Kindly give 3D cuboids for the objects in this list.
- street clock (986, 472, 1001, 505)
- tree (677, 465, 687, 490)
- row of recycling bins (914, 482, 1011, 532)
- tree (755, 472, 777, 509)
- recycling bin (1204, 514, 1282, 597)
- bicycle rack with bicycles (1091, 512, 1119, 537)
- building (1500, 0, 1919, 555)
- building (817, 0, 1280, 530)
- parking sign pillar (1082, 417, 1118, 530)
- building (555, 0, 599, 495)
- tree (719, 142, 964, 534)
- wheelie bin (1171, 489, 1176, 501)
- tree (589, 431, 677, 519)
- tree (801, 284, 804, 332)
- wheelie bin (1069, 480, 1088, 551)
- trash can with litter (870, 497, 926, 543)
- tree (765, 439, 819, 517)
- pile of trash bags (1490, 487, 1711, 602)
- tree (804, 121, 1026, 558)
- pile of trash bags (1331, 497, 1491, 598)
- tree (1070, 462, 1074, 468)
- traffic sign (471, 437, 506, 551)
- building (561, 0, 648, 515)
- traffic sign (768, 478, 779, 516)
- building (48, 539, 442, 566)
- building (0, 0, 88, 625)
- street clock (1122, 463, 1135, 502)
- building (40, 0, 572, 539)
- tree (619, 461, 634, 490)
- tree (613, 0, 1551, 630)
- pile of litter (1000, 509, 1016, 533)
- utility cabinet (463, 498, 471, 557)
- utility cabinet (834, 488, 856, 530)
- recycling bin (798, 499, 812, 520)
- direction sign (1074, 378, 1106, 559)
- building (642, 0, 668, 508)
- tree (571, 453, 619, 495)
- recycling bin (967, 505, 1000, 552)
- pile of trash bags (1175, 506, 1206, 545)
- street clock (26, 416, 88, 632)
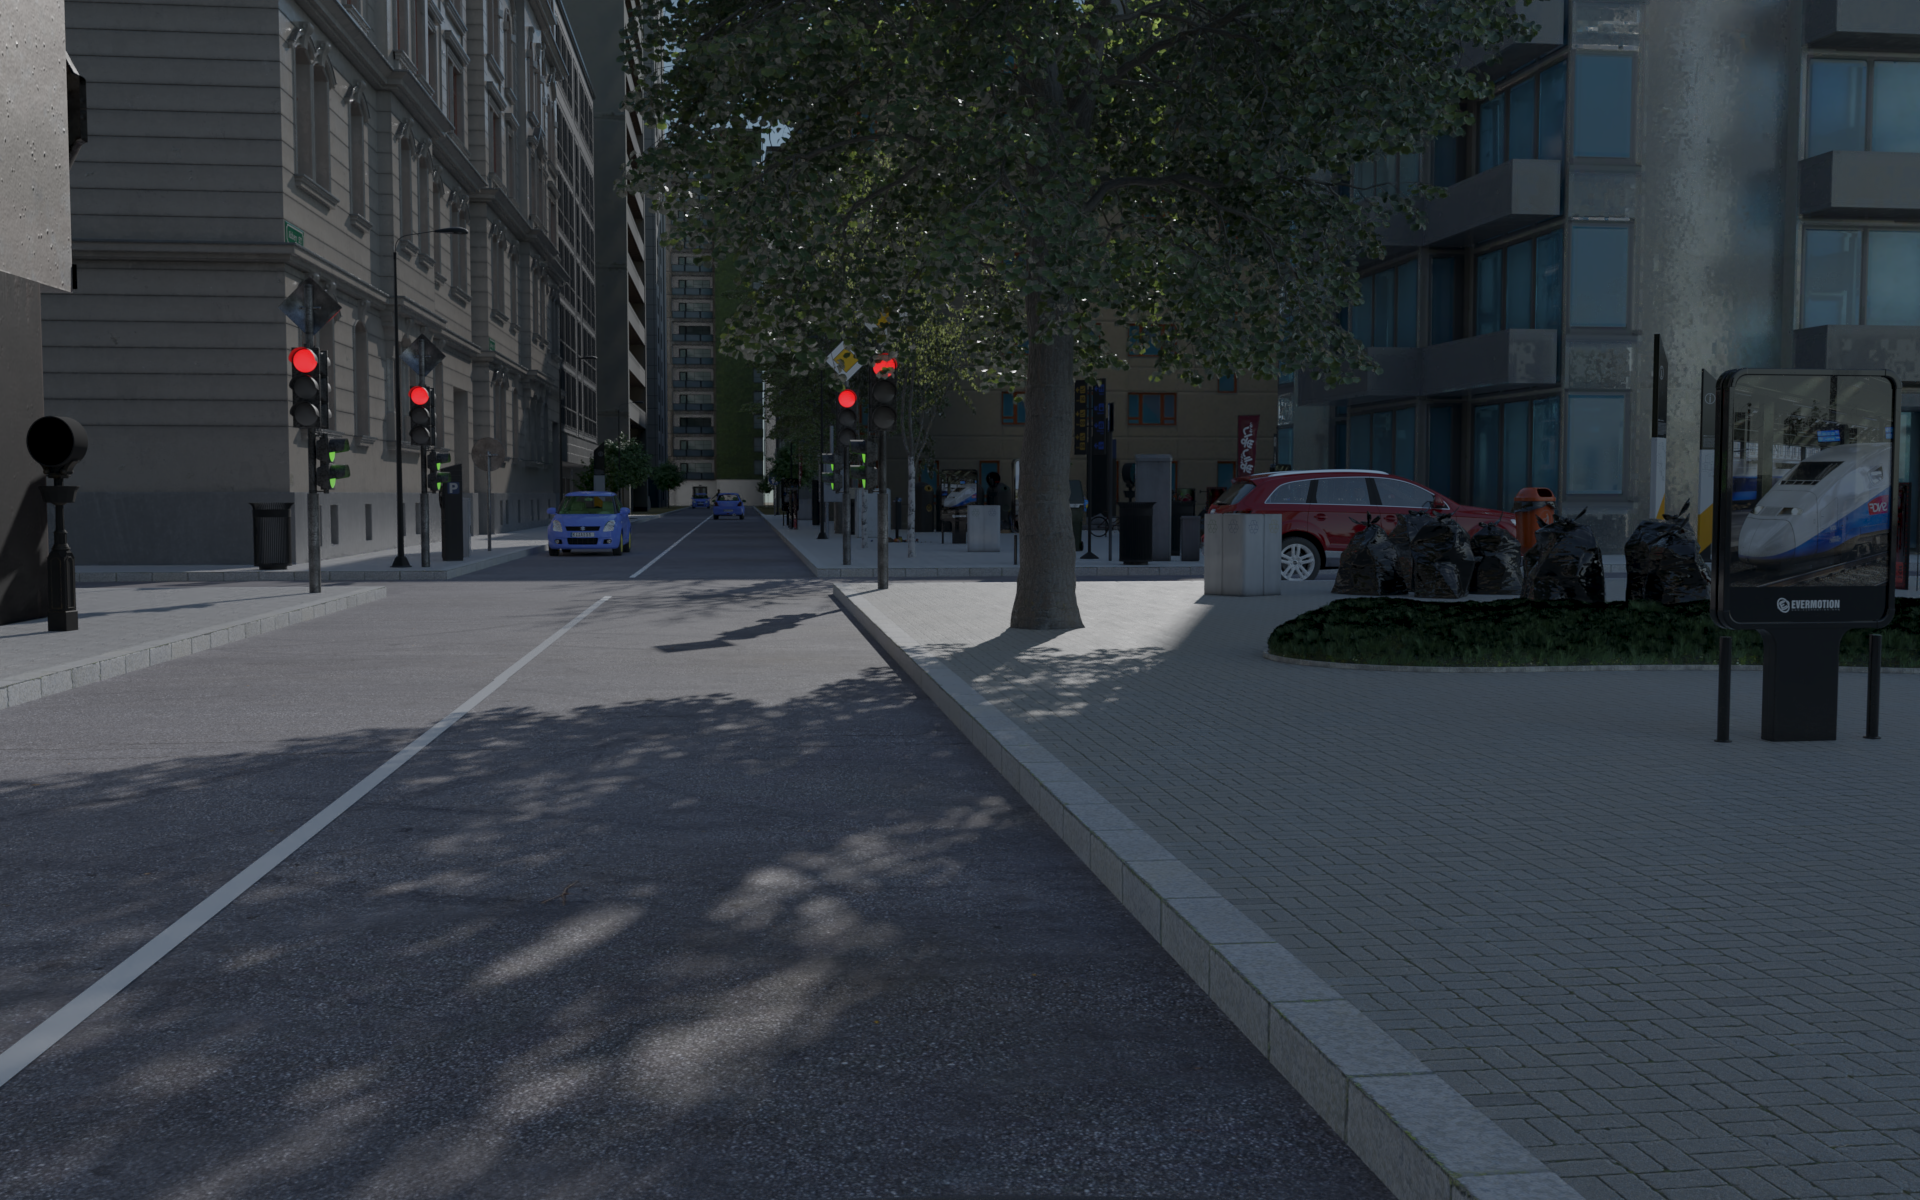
[{"bbox_3d":[1.069,-3.131,55.764,0.471,2.002,0.358,0,4,-1],"label":"street clock"},{"bbox_3d":[-26.100,-10.446,154.499,4.285,4.588,4.351,0,3,0],"label":"tree"},{"bbox_3d":[-0.017,-3.168,58.904,3.534,1.692,1.069,-1,4,-13],"label":"row of recycling bins"},{"bbox_3d":[-18.865,-10.602,167.950,1.663,3.219,1.824,0,3,0],"label":"tree"},{"bbox_3d":[3.601,-0.581,22.061,0.722,1.027,0.722,-3,4,-37],"label":"recycling bin"},{"bbox_3d":[5.597,-2.366,52.059,2.925,0.926,2.852,1,4,22],"label":"bicycle rack with bicycles"},{"bbox_3d":[24.018,-26.067,45.811,30.456,49.044,23.786,0,4,-7],"label":"building"},{"bbox_3d":[8.040,-14.228,77.670,27.650,21.520,28.899,0,4,-7],"label":"building"},{"bbox_3d":[5.032,-4.476,61.662,1.447,3.967,1.447,-2,4,-29],"label":"parking sign pillar"},{"bbox_3d":[-26.559,-18.011,87.988,14.314,27.812,24.014,0,4,-7],"label":"building"},{"bbox_3d":[-3.755,-8.406,55.567,7.486,12.596,7.792,0,3,0],"label":"tree"},{"bbox_3d":[7.024,-3.161,59.587,0.693,1.594,0.980,-1,4,-17],"label":"wheelie bin"},{"bbox_3d":[-17.427,-6.467,89.452,4.285,4.588,4.351,0,3,0],"label":"tree"},{"bbox_3d":[-2.083,-5.541,40.966,4.360,8.622,3.978,0,3,0],"label":"tree"},{"bbox_3d":[2.374,-1.896,38.910,0.980,1.594,0.693,-1,4,-11],"label":"wheelie bin"},{"bbox_3d":[-1.567,-2.176,46.635,1.678,1.210,2.233,0,4,1],"label":"trash can with litter"},{"bbox_3d":[-9.179,-6.941,97.192,4.285,4.588,4.351,0,3,0],"label":"tree"},{"bbox_3d":[7.376,-0.478,17.575,3.447,1.369,1.912,2,4,28],"label":"pile of trash bags"},{"bbox_3d":[-0.741,-5.162,34.765,4.360,8.622,3.978,0,3,0],"label":"tree"},{"bbox_3d":[6.604,-0.789,22.653,3.447,1.369,1.912,-2,4,-35],"label":"pile of trash bags"},{"bbox_3d":[2.495,-3.427,50.635,1.663,3.219,1.824,0,3,0],"label":"tree"},{"bbox_3d":[-10.571,-2.369,38.843,0.768,2.556,0.104,0,4,-1],"label":"traffic sign"},{"bbox_3d":[-32.059,-29.952,113.419,21.300,48.544,21.600,0,4,-7],"label":"building"},{"bbox_3d":[-10.769,-6.153,100.705,0.768,2.556,0.104,0,4,-5],"label":"traffic sign"},{"bbox_3d":[-19.625,-15.501,40.825,14.401,28.519,23.554,0,4,-7],"label":"building"},{"bbox_3d":[-17.116,-8.799,11.320,16.811,18.784,16.820,0,4,-7],"label":"building"},{"bbox_3d":[3.935,-2.166,39.987,0.358,2.002,0.471,2,4,34],"label":"street clock"},{"bbox_3d":[-22.293,-16.929,64.186,14.401,28.519,23.554,0,4,-7],"label":"building"},{"bbox_3d":[-16.780,-5.440,83.551,1.663,3.219,1.824,0,3,0],"label":"tree"},{"bbox_3d":[0.902,-6.711,16.378,9.857,13.997,8.962,0,3,0],"label":"tree"},{"bbox_3d":[1.930,-2.629,56.956,1.719,0.858,1.176,-1,4,-10],"label":"pile of litter"},{"bbox_3d":[-10.193,-1.491,35.533,0.306,1.237,1.020,-1,4,-13],"label":"utility cabinet"},{"bbox_3d":[-3.882,-3.168,60.476,0.318,1.500,1.173,3,5,43],"label":"utility cabinet"},{"bbox_3d":[-7.691,-4.471,85.663,0.722,1.027,0.722,-1,4,-9],"label":"recycling bin"},{"bbox_3d":[2.567,-2.584,34.238,0.379,3.537,0.876,-3,4,-39],"label":"direction sign"},{"bbox_3d":[-39.076,-44.511,166.003,20.611,71.187,20.563,0,4,-7],"label":"building"},{"bbox_3d":[-17.177,-5.281,80.946,1.663,3.219,1.824,0,3,0],"label":"tree"},{"bbox_3d":[0.525,-1.593,38.598,0.722,1.027,0.722,0,4,0],"label":"recycling bin"},{"bbox_3d":[6.400,-2.148,44.867,1.912,1.369,3.447,2,4,31],"label":"pile of trash bags"},{"bbox_3d":[-8.419,-0.711,16.199,0.471,2.002,0.358,0,4,5],"label":"street clock"}]
